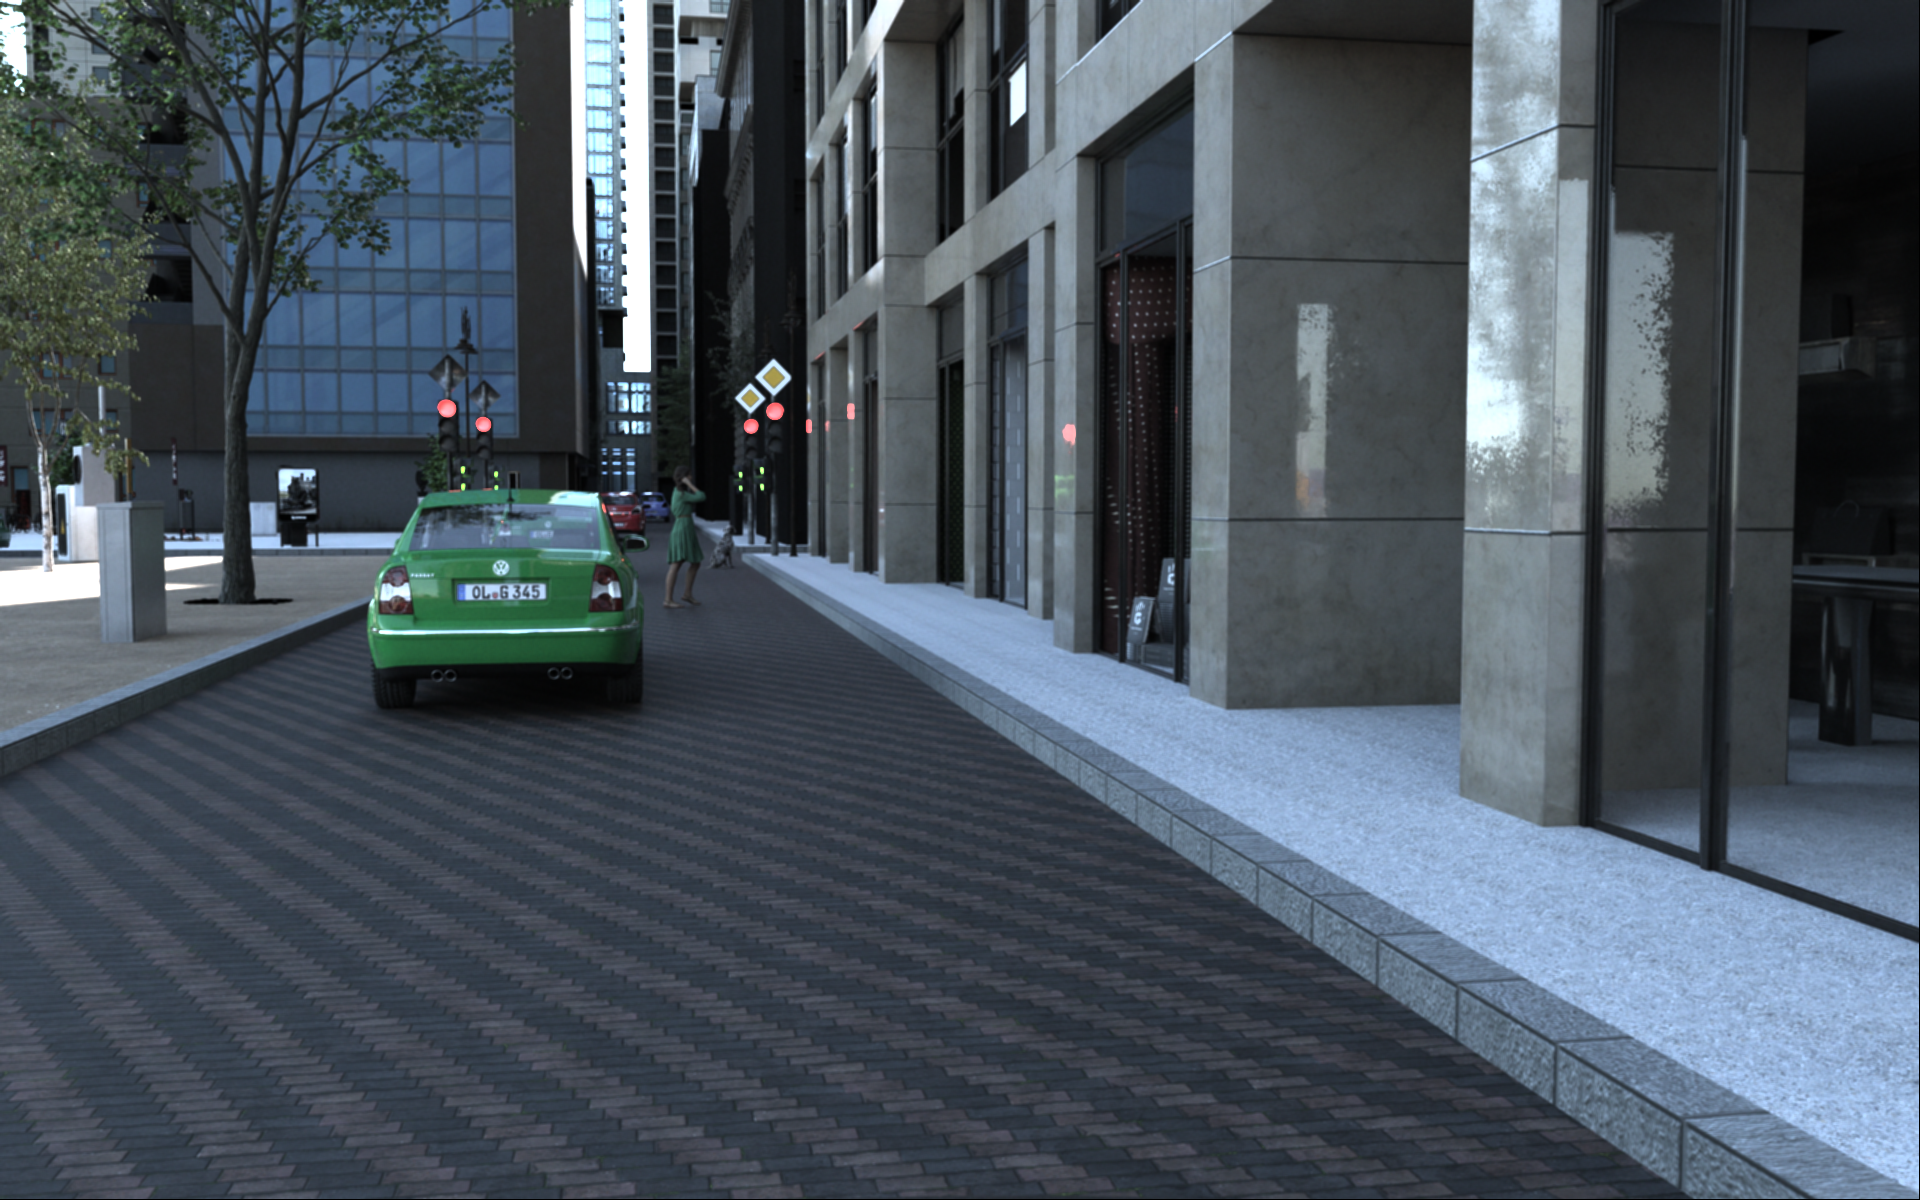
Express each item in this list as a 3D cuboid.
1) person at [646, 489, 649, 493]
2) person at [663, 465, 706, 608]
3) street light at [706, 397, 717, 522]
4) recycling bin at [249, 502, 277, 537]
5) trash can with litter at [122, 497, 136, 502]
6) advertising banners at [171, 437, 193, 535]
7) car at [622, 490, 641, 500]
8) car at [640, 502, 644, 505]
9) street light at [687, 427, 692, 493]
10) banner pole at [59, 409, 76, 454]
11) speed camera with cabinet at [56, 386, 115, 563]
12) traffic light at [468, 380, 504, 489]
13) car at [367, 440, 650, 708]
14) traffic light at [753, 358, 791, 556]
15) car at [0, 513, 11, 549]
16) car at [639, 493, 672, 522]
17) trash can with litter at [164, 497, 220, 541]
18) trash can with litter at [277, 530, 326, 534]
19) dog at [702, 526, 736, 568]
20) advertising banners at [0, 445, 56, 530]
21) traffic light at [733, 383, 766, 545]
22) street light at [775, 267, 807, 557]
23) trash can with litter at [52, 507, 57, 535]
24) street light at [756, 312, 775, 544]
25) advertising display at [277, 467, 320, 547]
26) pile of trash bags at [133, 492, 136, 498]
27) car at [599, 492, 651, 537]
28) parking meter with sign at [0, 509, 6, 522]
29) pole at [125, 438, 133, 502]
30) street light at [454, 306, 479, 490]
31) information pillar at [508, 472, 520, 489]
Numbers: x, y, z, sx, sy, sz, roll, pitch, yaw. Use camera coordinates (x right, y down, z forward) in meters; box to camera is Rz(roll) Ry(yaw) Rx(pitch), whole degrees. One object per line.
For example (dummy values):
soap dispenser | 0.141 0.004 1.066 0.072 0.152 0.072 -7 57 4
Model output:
person | -26.486 -8.462 146.833 0.705 1.826 1.348 2 4 24
person | -3.523 -0.806 21.932 0.529 1.795 0.600 -2 4 -25
street light | -11.559 -6.599 80.684 0.468 5.910 1.993 -1 4 -10
recycling bin | -21.250 -2.457 52.733 0.722 1.027 0.722 -2 4 -30
trash can with litter | -32.756 -3.478 68.260 0.624 1.170 1.055 0 4 -4
advertising banners | -24.481 -3.566 54.495 0.090 3.025 2.074 -1 4 -8
car | -31.981 -9.740 167.917 2.281 1.827 5.304 -1 4 -8
car | -15.660 -4.162 79.845 2.131 1.459 4.920 -1 4 -11
street light | -18.284 -8.850 117.482 0.468 5.910 1.993 -1 4 -10
banner pole | -26.224 -3.735 51.090 0.401 3.779 0.863 1 4 14
speed camera with cabinet | -16.264 -2.314 32.165 0.660 3.252 2.038 -3 5 -39
traffic light | -11.667 -3.285 42.639 0.839 4.253 0.868 -1 4 -10
car | -3.325 -0.262 13.086 1.959 1.807 4.718 -1 4 -11
traffic light | -3.876 -2.877 35.958 0.839 4.253 0.868 -1 4 -10
car | -22.989 -1.533 36.866 4.920 1.459 2.131 -1 4 -10
car | -15.815 -4.864 89.119 1.945 1.707 3.694 -1 4 -9
trash can with litter | -21.407 -2.235 47.597 2.233 1.210 1.678 2 4 29
trash can with litter | -21.224 -2.720 55.521 1.678 1.210 2.233 -1 4 -9
dog | -4.727 -1.027 33.632 0.800 0.831 0.513 -1 4 -12
advertising banners | -33.826 -4.061 62.579 2.074 3.025 0.090 -3 5 -43
traffic light | -5.313 -3.357 43.813 0.839 4.253 0.868 -1 4 -10
street light | -3.423 -3.833 35.454 0.468 5.910 1.993 -1 4 -10
trash can with litter | -27.936 -2.590 53.733 1.055 1.170 0.624 0 4 4
street light | -4.920 -4.372 44.266 0.468 5.910 1.993 -1 4 -10
advertising display | -16.059 -2.253 42.049 0.974 1.923 0.123 0 4 0
pile of trash bags | -36.493 -3.900 73.521 3.447 1.369 1.912 -3 4 -37
car | -10.795 -2.772 54.367 2.155 1.783 4.494 -1 4 -10
parking meter with sign | -29.193 -3.393 51.737 1.738 3.016 0.543 2 4 30
pole | -30.492 -4.265 63.576 0.158 3.312 0.155 0 3 0
street light | -12.162 -4.282 42.797 0.468 5.910 1.993 -1 4 -10
information pillar | -14.755 -3.236 57.394 0.304 2.012 0.304 0 4 6
